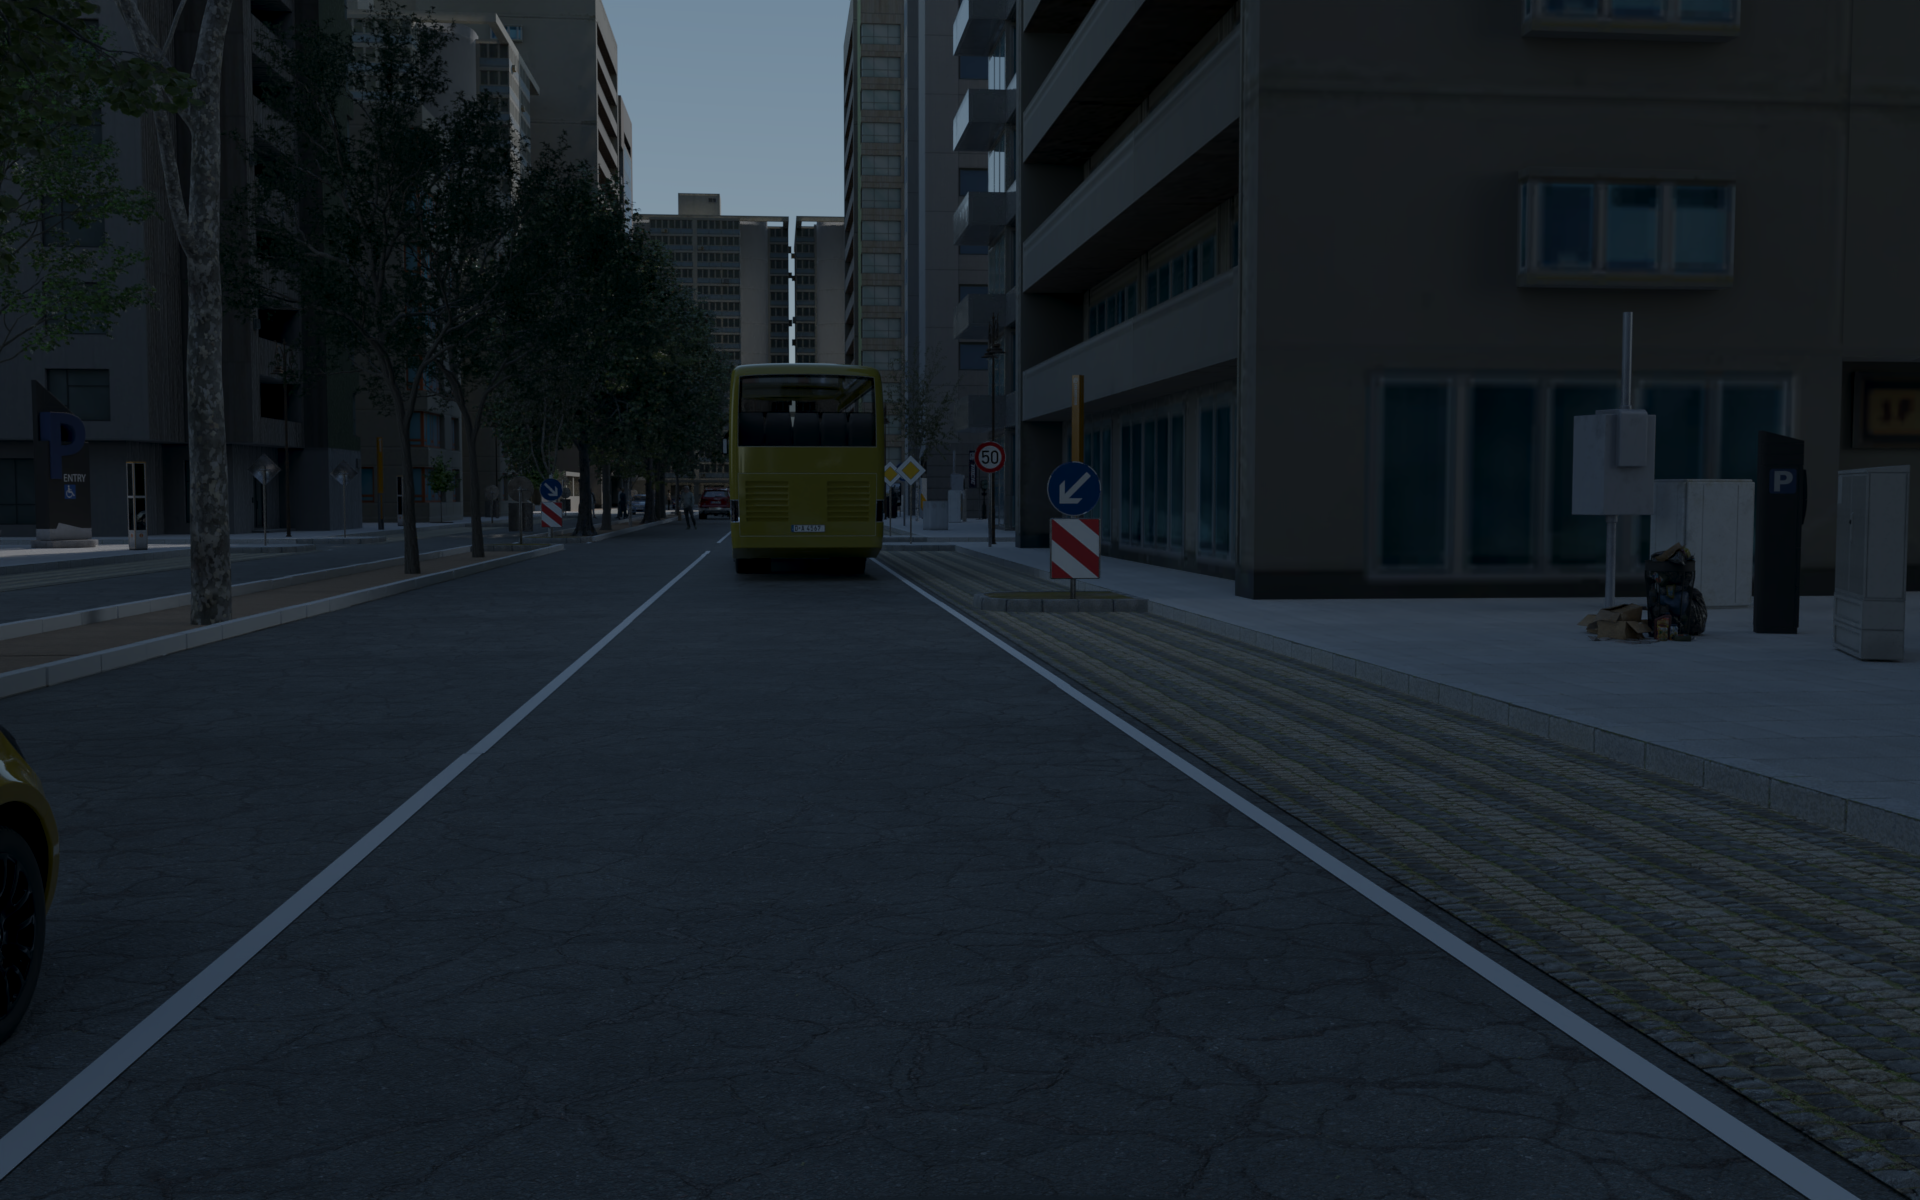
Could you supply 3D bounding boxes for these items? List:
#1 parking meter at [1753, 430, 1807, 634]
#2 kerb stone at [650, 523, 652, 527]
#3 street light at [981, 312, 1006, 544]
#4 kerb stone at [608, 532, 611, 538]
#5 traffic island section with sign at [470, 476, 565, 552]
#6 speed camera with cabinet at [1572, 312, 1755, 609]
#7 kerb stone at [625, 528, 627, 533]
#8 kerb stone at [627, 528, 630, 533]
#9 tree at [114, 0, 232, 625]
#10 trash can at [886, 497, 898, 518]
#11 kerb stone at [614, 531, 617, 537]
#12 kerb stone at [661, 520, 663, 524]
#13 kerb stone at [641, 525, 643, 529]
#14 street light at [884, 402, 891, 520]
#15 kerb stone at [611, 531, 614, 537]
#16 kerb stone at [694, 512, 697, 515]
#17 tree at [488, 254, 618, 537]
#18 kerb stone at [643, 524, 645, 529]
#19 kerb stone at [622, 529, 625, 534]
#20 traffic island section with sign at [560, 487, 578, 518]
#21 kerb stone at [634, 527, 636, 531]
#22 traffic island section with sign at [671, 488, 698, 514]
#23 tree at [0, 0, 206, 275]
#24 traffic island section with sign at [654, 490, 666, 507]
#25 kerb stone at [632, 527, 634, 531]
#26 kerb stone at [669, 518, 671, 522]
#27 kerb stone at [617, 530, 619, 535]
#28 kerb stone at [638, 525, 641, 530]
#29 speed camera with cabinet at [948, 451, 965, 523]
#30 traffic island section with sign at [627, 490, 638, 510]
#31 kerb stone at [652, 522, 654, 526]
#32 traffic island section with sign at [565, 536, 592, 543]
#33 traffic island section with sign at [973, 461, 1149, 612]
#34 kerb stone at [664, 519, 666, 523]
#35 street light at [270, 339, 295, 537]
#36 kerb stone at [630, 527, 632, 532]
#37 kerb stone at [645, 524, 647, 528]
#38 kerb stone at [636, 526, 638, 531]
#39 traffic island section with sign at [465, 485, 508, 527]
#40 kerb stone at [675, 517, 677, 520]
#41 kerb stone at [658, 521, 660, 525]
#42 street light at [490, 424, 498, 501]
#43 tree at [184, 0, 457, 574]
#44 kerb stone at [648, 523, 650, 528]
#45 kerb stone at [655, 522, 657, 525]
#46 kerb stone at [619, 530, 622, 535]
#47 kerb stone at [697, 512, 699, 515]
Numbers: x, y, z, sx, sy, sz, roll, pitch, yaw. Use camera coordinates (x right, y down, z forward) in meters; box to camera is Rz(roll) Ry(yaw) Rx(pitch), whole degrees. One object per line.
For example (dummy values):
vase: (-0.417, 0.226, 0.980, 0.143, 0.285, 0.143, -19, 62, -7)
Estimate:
parking meter: (7.556, -0.626, 15.950, 0.399, 1.863, 0.255, 1, 4, 16)
kerb stone: (-13.382, -3.168, 74.073, 0.120, 0.150, 1.000, 0, 4, -6)
street light: (0.848, -4.365, 44.154, 0.468, 5.910, 1.993, 0, 4, -6)
kerb stone: (-11.430, -2.052, 55.749, 0.120, 0.150, 1.000, 0, 4, -6)
traffic island section with sign: (-11.213, -2.183, 43.836, 2.006, 1.907, 1.989, 0, 4, -6)
speed camera with cabinet: (7.855, -1.528, 19.319, 2.038, 3.252, 0.660, -1, 4, -18)
kerb stone: (-12.081, -2.426, 61.854, 0.120, 0.150, 1.000, 0, 4, -6)
kerb stone: (-12.189, -2.488, 62.875, 0.120, 0.150, 1.000, 0, 4, -6)
tree: (-9.516, -9.833, 19.124, 12.611, 20.169, 13.585, 0, 3, 0)
trash can: (-3.600, -4.883, 91.485, 0.748, 1.137, 0.748, 0, 3, 0)
kerb stone: (-11.643, -2.174, 57.789, 0.120, 0.150, 1.000, 0, 4, -6)
kerb stone: (-14.151, -3.610, 81.217, 0.120, 0.150, 1.000, 0, 4, -6)
kerb stone: (-12.838, -2.858, 68.987, 0.120, 0.150, 1.000, 0, 4, -6)
street light: (-3.736, -6.962, 86.617, 0.468, 5.910, 1.993, 0, 4, -6)
kerb stone: (-11.537, -2.111, 56.766, 0.120, 0.150, 1.000, 0, 4, -6)
kerb stone: (-17.854, -5.729, 115.860, 0.120, 0.150, 1.000, 0, 4, -6)
tree: (-12.364, -6.074, 52.131, 4.360, 8.622, 3.978, 0, 3, 0)
kerb stone: (-12.953, -2.924, 70.002, 0.120, 0.150, 1.000, 0, 4, -6)
kerb stone: (-11.970, -2.359, 60.838, 0.120, 0.150, 1.000, 0, 4, -6)
traffic island section with sign: (-23.257, -5.723, 102.201, 1.989, 1.847, 2.006, 0, 4, -6)
kerb stone: (-12.523, -2.673, 65.933, 0.120, 0.150, 1.000, 0, 4, -6)
traffic island section with sign: (-19.979, -7.204, 125.917, 2.006, 1.907, 1.989, 0, 4, -6)
tree: (-7.852, -5.429, 9.346, 7.486, 12.596, 7.792, 0, 3, 0)
traffic island section with sign: (-31.441, -10.416, 178.923, 1.989, 1.847, 2.006, 0, 4, -6)
kerb stone: (-12.412, -2.613, 64.917, 0.120, 0.150, 1.000, 0, 4, -6)
kerb stone: (-14.800, -3.984, 87.326, 0.120, 0.150, 1.000, 0, 4, -6)
kerb stone: (-11.757, -2.239, 58.805, 0.120, 0.150, 1.000, 0, 4, -6)
kerb stone: (-12.728, -2.800, 67.968, 0.120, 0.150, 1.000, 0, 4, -6)
speed camera with cabinet: (-0.148, -5.126, 78.147, 0.660, 3.252, 2.038, 0, 4, 6)
traffic island section with sign: (-28.578, -8.776, 152.120, 1.989, 1.847, 2.006, 0, 4, -6)
kerb stone: (-13.493, -3.233, 75.093, 0.120, 0.150, 1.000, 0, 4, -6)
traffic island section with sign: (-11.990, -2.634, 51.203, 2.006, 1.907, 1.989, 0, 4, -6)
traffic island section with sign: (1.201, -0.804, 21.780, 1.989, 1.847, 2.006, 0, 4, -6)
kerb stone: (-14.364, -3.732, 83.250, 0.120, 0.150, 1.000, 0, 4, -6)
street light: (-20.111, -4.827, 51.717, 0.468, 5.910, 1.993, 0, 4, -6)
kerb stone: (-12.300, -2.551, 63.901, 0.120, 0.150, 1.000, 0, 4, -6)
kerb stone: (-13.056, -2.980, 71.020, 0.120, 0.150, 1.000, 0, 4, -6)
kerb stone: (-12.632, -2.735, 66.951, 0.120, 0.150, 1.000, 0, 4, -6)
traffic island section with sign: (-20.386, -4.084, 75.398, 1.989, 1.847, 2.006, 0, 4, -6)
kerb stone: (-15.348, -4.290, 92.420, 0.120, 0.150, 1.000, 0, 4, -6)
kerb stone: (-13.934, -3.486, 79.184, 0.120, 0.150, 1.000, 0, 4, -6)
street light: (-24.493, -7.262, 91.515, 0.468, 5.910, 1.993, 0, 4, -6)
tree: (-9.799, -5.756, 30.981, 8.767, 10.594, 7.601, 0, 4, -6)
kerb stone: (-13.272, -3.111, 73.056, 0.120, 0.150, 1.000, 0, 4, -6)
kerb stone: (-13.714, -3.359, 77.131, 0.120, 0.150, 1.000, 0, 4, -6)
kerb stone: (-11.863, -2.301, 59.821, 0.120, 0.150, 1.000, 0, 4, -6)
kerb stone: (-18.611, -6.164, 122.992, 0.120, 0.150, 1.000, 0, 4, -6)
